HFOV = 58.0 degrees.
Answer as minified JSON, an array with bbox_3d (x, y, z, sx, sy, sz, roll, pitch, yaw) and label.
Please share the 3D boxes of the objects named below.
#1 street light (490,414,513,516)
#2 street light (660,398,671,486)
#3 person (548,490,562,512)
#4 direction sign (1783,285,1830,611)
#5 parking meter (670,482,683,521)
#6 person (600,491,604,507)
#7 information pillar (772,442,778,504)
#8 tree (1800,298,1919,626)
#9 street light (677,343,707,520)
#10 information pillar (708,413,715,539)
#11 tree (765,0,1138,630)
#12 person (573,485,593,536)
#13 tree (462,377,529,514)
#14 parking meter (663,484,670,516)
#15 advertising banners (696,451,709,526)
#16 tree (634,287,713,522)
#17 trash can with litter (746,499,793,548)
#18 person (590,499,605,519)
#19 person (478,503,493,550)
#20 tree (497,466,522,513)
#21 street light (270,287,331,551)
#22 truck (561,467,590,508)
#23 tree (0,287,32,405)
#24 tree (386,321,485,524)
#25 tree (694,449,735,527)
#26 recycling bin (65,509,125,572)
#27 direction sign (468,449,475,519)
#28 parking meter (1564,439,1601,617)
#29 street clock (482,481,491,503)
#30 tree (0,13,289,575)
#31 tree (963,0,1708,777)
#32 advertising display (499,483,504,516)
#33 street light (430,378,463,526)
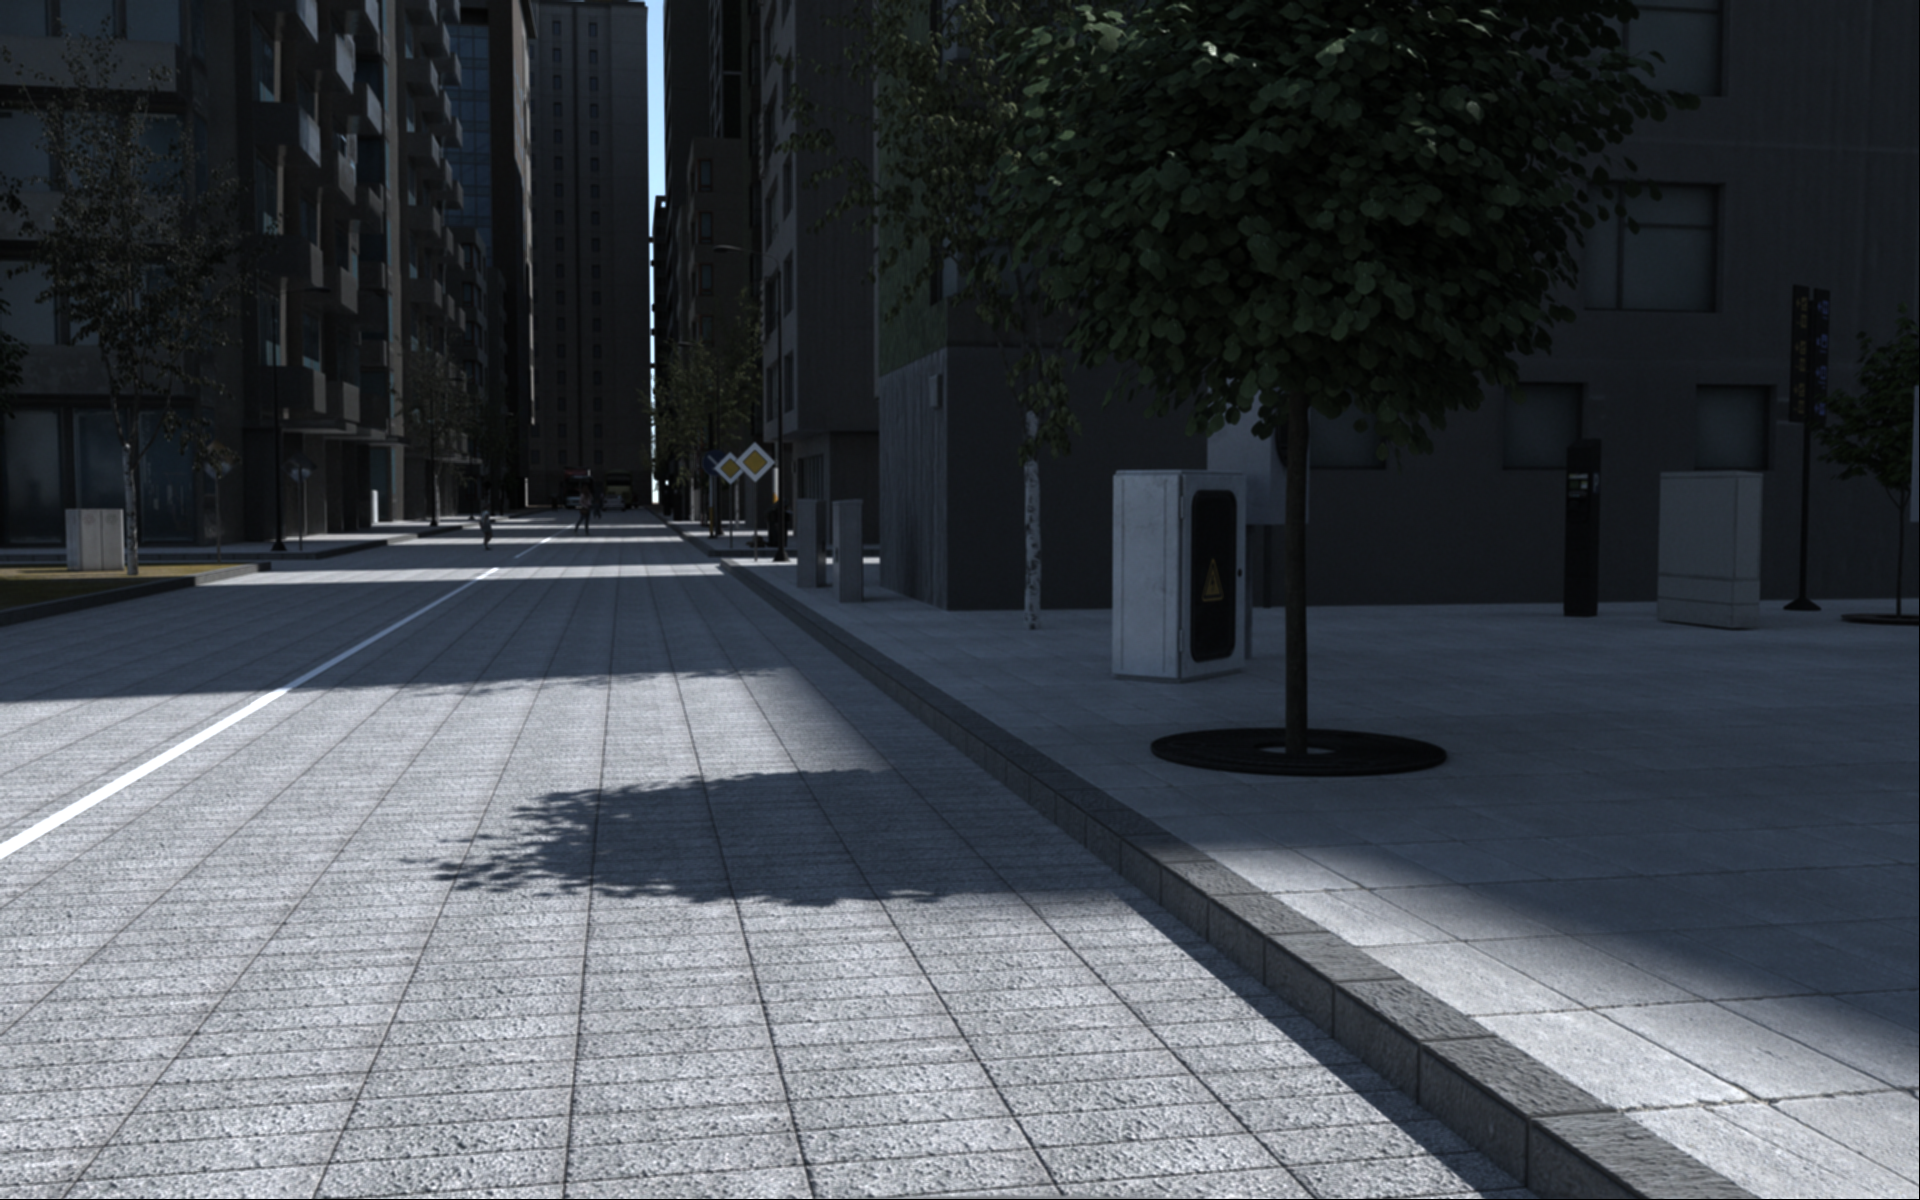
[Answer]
[{"bbox_3d":[-26.450,-7.791,99.923,1.470,5.913,1.316,-1,4,-11],"label":"street light"},{"bbox_3d":[-13.833,-6.822,84.086,1.470,5.913,1.316,-1,4,-11],"label":"street light"},{"bbox_3d":[-32.760,-8.001,140.054,1.217,1.736,0.721,-2,4,-24],"label":"person"},{"bbox_3d":[9.336,-1.657,19.093,0.876,3.537,0.379,-3,5,-41],"label":"direction sign"},{"bbox_3d":[-13.465,-4.706,82.652,0.399,1.863,0.255,2,4,29],"label":"parking meter"},{"bbox_3d":[-30.845,-8.578,149.682,0.436,1.711,0.756,-1,4,-12],"label":"person"},{"bbox_3d":[-5.757,-3.878,54.757,0.183,3.616,0.504,2,4,26],"label":"information pillar"},{"bbox_3d":[9.300,-1.391,17.348,1.663,3.219,1.824,0,3,0],"label":"tree"},{"bbox_3d":[-7.976,-4.942,53.344,1.470,5.913,1.316,-1,4,-11],"label":"street light"},{"bbox_3d":[-7.178,-3.591,50.063,0.183,3.616,0.504,0,4,-1],"label":"information pillar"},{"bbox_3d":[0.477,-4.018,16.057,4.737,8.622,4.395,0,3,0],"label":"tree"},{"bbox_3d":[-13.013,-3.100,59.782,0.643,1.750,0.593,1,4,12],"label":"person"},{"bbox_3d":[-29.755,-9.765,110.015,4.737,8.622,4.395,0,3,0],"label":"tree"},{"bbox_3d":[-17.255,-5.895,102.099,0.399,1.863,0.255,1,4,18],"label":"parking meter"},{"bbox_3d":[-10.370,-4.493,69.645,0.090,3.025,2.074,-1,4,-20],"label":"advertising banners"},{"bbox_3d":[-7.950,-6.687,59.694,4.737,8.622,4.395,0,3,0],"label":"tree"},{"bbox_3d":[-4.572,-1.846,41.577,1.055,1.170,0.624,-2,4,-32],"label":"trash can with litter"},{"bbox_3d":[-21.059,-5.264,100.062,1.012,1.151,0.738,-1,4,-10],"label":"person"},{"bbox_3d":[-12.185,-1.883,44.305,0.382,1.210,0.505,-3,5,-44],"label":"person"},{"bbox_3d":[-31.579,-7.718,120.793,1.663,3.219,1.824,0,3,0],"label":"tree"},{"bbox_3d":[-14.796,-4.058,38.894,1.470,5.913,1.316,-1,4,-11],"label":"street light"},{"bbox_3d":[-40.054,-11.747,180.982,2.839,4.237,11.283,-1,4,-11],"label":"truck"},{"bbox_3d":[-13.208,-2.288,21.129,4.285,4.588,4.351,0,3,0],"label":"tree"},{"bbox_3d":[-22.285,-7.543,73.689,4.360,8.622,3.978,0,3,0],"label":"tree"},{"bbox_3d":[-9.686,-4.457,67.478,1.663,3.219,1.824,0,3,0],"label":"tree"},{"bbox_3d":[-14.489,-1.006,29.009,0.722,1.027,0.722,-3,5,-42],"label":"recycling bin"},{"bbox_3d":[-24.888,-5.882,88.165,0.379,3.537,0.876,-1,4,-19],"label":"direction sign"},{"bbox_3d":[6.519,-0.760,18.144,0.255,1.863,0.399,3,4,37],"label":"parking meter"},{"bbox_3d":[-25.330,-5.389,92.684,0.358,2.002,0.471,3,4,39],"label":"street clock"},{"bbox_3d":[-12.959,-4.690,27.052,4.360,8.622,3.978,0,3,0],"label":"tree"},{"bbox_3d":[1.748,-1.511,8.423,4.285,4.588,4.351,0,3,0],"label":"tree"},{"bbox_3d":[-27.094,-5.938,102.293,0.123,1.923,0.974,-1,4,-23],"label":"advertising display"},{"bbox_3d":[-20.531,-5.914,69.232,1.470,5.913,1.316,-1,4,-11],"label":"street light"}]
